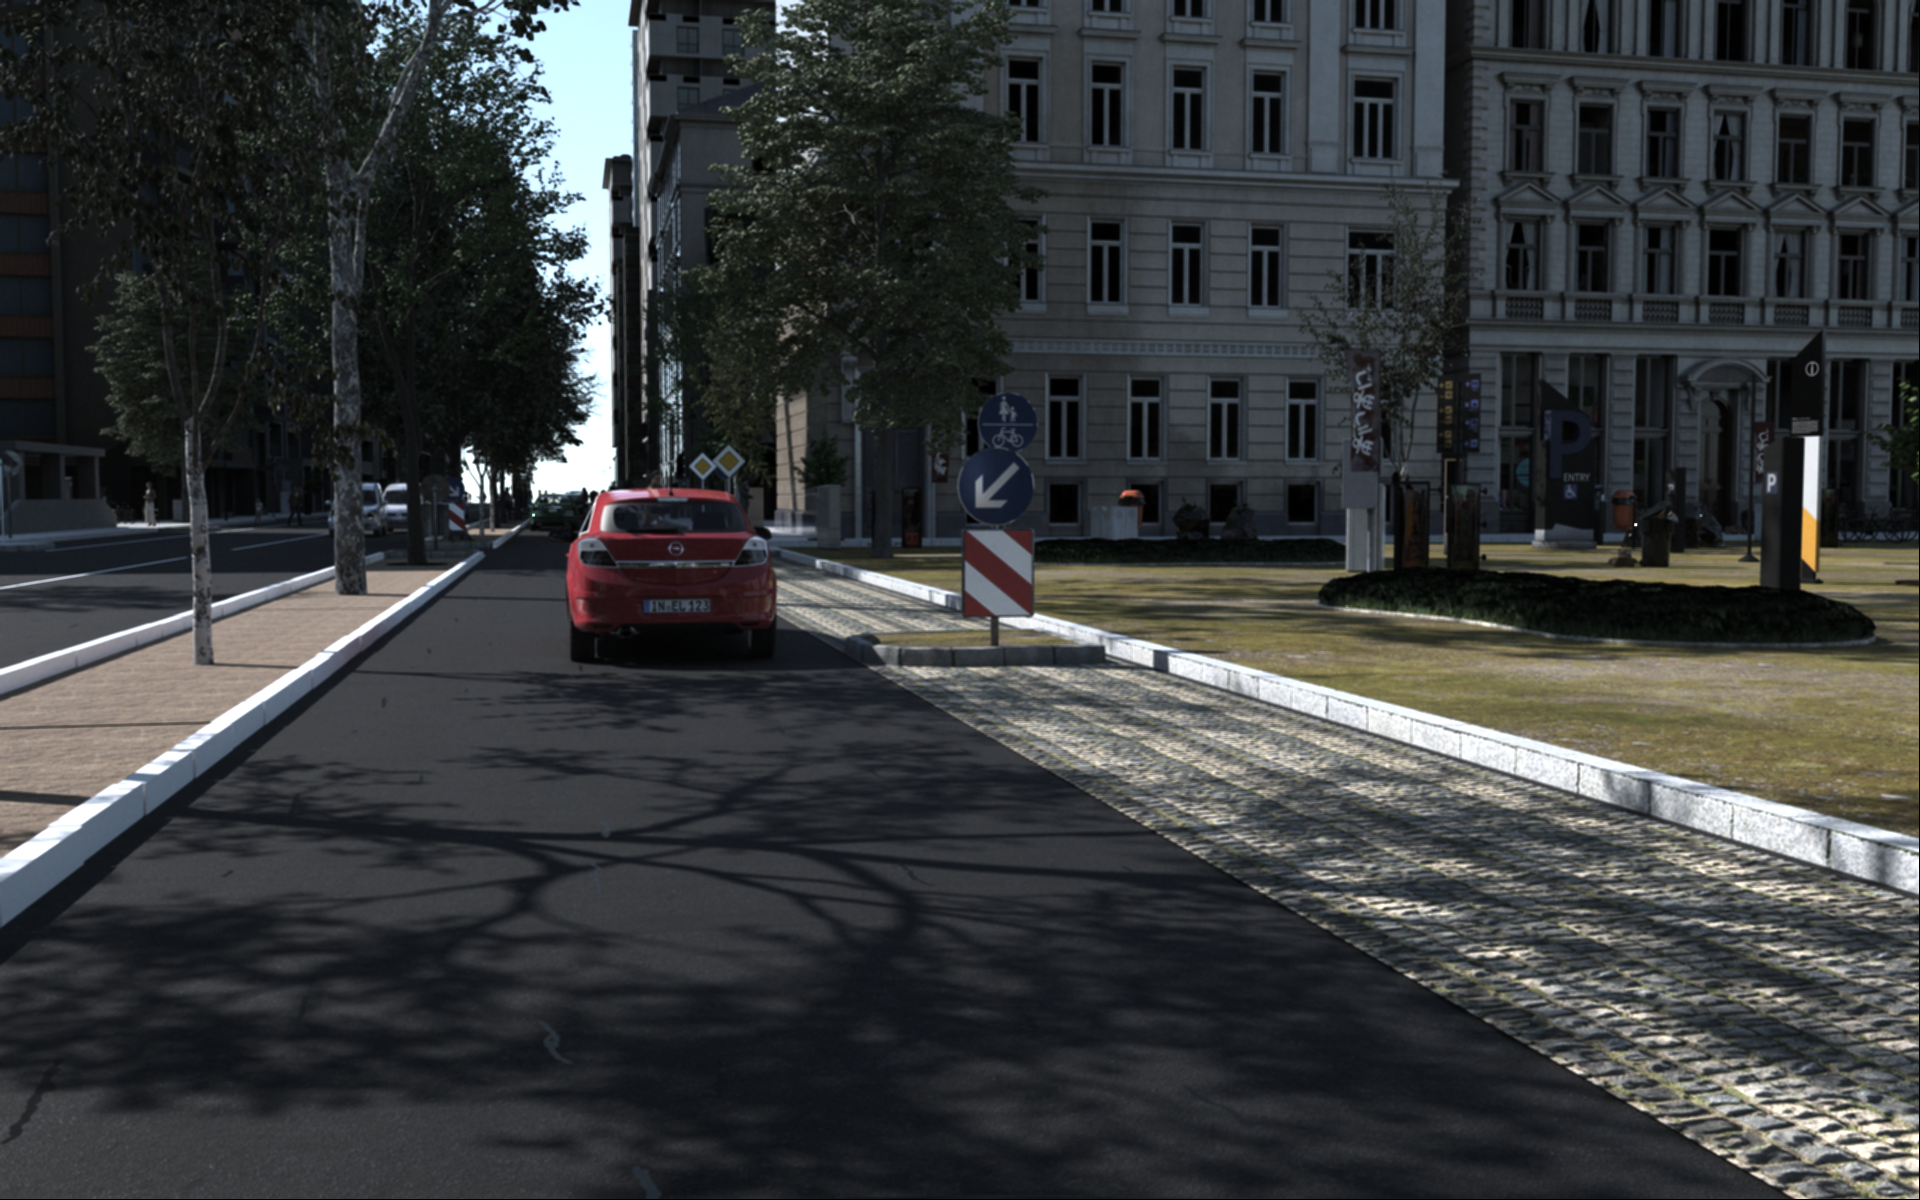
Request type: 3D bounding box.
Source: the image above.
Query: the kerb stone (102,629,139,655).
[{"bbox_3d":[-7.655,0.397,15.702,0.120,0.150,1.000,-1,4,-13],"label":"kerb stone"}]

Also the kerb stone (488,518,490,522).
[{"bbox_3d":[-24.317,-4.097,89.236,0.120,0.150,1.000,-1,4,-13],"label":"kerb stone"}]

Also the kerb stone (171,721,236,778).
[{"bbox_3d":[-4.022,0.795,9.202,0.120,0.150,1.000,-1,4,-13],"label":"kerb stone"}]

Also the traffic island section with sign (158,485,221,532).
[{"bbox_3d":[-29.587,-3.548,66.633,1.989,1.847,2.006,-1,4,-13],"label":"traffic island section with sign"}]

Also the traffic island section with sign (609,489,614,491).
[{"bbox_3d":[-18.451,-5.391,96.774,1.989,1.847,2.006,-1,4,-13],"label":"traffic island section with sign"}]

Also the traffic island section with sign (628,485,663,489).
[{"bbox_3d":[-12.499,-3.783,70.482,1.989,1.847,2.006,-1,4,-13],"label":"traffic island section with sign"}]

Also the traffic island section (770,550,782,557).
[{"bbox_3d":[-5.334,-1.110,40.433,2.009,0.180,2.903,-1,4,-13],"label":"traffic island section"}]

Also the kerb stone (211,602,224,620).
[{"bbox_3d":[-8.562,0.152,19.705,0.120,0.150,1.000,-1,4,-13],"label":"kerb stone"}]

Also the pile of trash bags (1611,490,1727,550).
[{"bbox_3d":[16.584,-1.919,41.124,3.447,1.369,1.912,-3,4,-37],"label":"pile of trash bags"}]

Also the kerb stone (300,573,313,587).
[{"bbox_3d":[-10.147,-0.275,26.691,0.120,0.150,1.000,-1,4,-13],"label":"kerb stone"}]

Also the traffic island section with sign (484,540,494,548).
[{"bbox_3d":[-13.554,-2.341,46.417,2.006,1.907,1.989,-1,4,-13],"label":"traffic island section with sign"}]

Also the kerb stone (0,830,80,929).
[{"bbox_3d":[-3.340,0.980,6.200,0.120,0.150,1.000,-1,4,-13],"label":"kerb stone"}]

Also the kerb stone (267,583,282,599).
[{"bbox_3d":[-9.461,-0.092,23.702,0.120,0.150,1.000,-1,4,-13],"label":"kerb stone"}]

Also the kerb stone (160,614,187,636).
[{"bbox_3d":[-8.102,0.281,17.706,0.120,0.150,1.000,-1,4,-13],"label":"kerb stone"}]

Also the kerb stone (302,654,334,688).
[{"bbox_3d":[-4.925,0.555,13.206,0.120,0.150,1.000,-1,4,-13],"label":"kerb stone"}]

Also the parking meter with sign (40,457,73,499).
[{"bbox_3d":[-40.329,-4.994,77.906,1.738,3.016,0.543,-1,4,-12],"label":"parking meter with sign"}]

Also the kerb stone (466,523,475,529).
[{"bbox_3d":[-20.693,-3.118,73.239,0.120,0.150,1.000,-1,4,-13],"label":"kerb stone"}]

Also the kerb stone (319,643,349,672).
[{"bbox_3d":[-5.157,0.489,14.201,0.120,0.150,1.000,-1,4,-13],"label":"kerb stone"}]

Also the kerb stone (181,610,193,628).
[{"bbox_3d":[-8.328,0.214,18.709,0.120,0.150,1.000,-1,4,-13],"label":"kerb stone"}]

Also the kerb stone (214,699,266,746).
[{"bbox_3d":[-4.256,0.733,10.212,0.120,0.150,1.000,-1,4,-13],"label":"kerb stone"}]

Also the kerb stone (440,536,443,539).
[{"bbox_3d":[-16.379,-1.959,54.231,0.120,0.150,1.000,-1,4,-13],"label":"kerb stone"}]

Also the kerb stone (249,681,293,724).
[{"bbox_3d":[-4.477,0.672,11.211,0.120,0.150,1.000,-1,4,-13],"label":"kerb stone"}]

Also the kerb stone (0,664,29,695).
[{"bbox_3d":[-6.968,0.580,12.713,0.120,0.150,1.000,-1,4,-13],"label":"kerb stone"}]

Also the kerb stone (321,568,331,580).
[{"bbox_3d":[-10.594,-0.398,28.699,0.120,0.150,1.000,-1,4,-13],"label":"kerb stone"}]

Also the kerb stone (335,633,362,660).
[{"bbox_3d":[-5.389,0.428,15.197,0.120,0.150,1.000,-1,4,-13],"label":"kerb stone"}]

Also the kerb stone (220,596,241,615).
[{"bbox_3d":[-8.778,0.093,20.704,0.120,0.150,1.000,-1,4,-13],"label":"kerb stone"}]

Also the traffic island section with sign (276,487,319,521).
[{"bbox_3d":[-35.540,-5.156,92.925,1.989,1.847,2.006,-1,4,-13],"label":"traffic island section with sign"}]

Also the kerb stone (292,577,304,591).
[{"bbox_3d":[-9.912,-0.211,25.696,0.120,0.150,1.000,-1,4,-13],"label":"kerb stone"}]

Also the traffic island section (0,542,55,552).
[{"bbox_3d":[-24.502,-1.346,44.296,2.009,0.180,2.903,-1,4,-13],"label":"traffic island section"}]

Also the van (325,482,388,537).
[{"bbox_3d":[-20.458,-3.173,58.885,2.013,2.044,4.112,-1,4,-15],"label":"van"}]

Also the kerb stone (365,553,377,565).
[{"bbox_3d":[-12.185,-0.827,35.720,0.120,0.150,1.000,-1,4,-13],"label":"kerb stone"}]

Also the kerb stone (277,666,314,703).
[{"bbox_3d":[-4.705,0.611,12.207,0.120,0.150,1.000,-1,4,-13],"label":"kerb stone"}]

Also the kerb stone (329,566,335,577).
[{"bbox_3d":[-10.831,-0.459,29.693,0.120,0.150,1.000,-1,4,-13],"label":"kerb stone"}]

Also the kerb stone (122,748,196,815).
[{"bbox_3d":[-3.799,0.863,8.197,0.120,0.150,1.000,-1,4,-13],"label":"kerb stone"}]

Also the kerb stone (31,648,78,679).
[{"bbox_3d":[-7.204,0.519,13.708,0.120,0.150,1.000,-1,4,-13],"label":"kerb stone"}]

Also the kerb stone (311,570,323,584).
[{"bbox_3d":[-10.369,-0.337,27.697,0.120,0.150,1.000,-1,4,-13],"label":"kerb stone"}]

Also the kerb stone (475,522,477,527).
[{"bbox_3d":[-20.917,-3.183,74.245,0.120,0.150,1.000,-1,4,-13],"label":"kerb stone"}]

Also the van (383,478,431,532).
[{"bbox_3d":[-20.612,-3.502,64.268,2.013,2.044,4.112,-1,4,-12],"label":"van"}]

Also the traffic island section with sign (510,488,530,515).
[{"bbox_3d":[-30.176,-6.824,119.701,2.006,1.907,1.989,-1,4,-13],"label":"traffic island section with sign"}]

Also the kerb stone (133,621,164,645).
[{"bbox_3d":[-7.876,0.337,16.700,0.120,0.150,1.000,-1,4,-13],"label":"kerb stone"}]

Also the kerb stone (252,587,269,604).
[{"bbox_3d":[-9.242,-0.029,22.695,0.120,0.150,1.000,-1,4,-13],"label":"kerb stone"}]

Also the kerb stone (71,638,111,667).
[{"bbox_3d":[-7.423,0.458,14.706,0.120,0.150,1.000,-1,4,-13],"label":"kerb stone"}]

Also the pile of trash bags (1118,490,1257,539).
[{"bbox_3d":[5.239,-1.831,39.689,3.447,1.369,1.912,2,4,27],"label":"pile of trash bags"}]

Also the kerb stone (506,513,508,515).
[{"bbox_3d":[-30.893,-5.870,118.228,0.120,0.150,1.000,-1,4,-13],"label":"kerb stone"}]

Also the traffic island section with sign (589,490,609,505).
[{"bbox_3d":[-35.513,-9.994,172.027,1.989,1.847,2.006,-1,4,-13],"label":"traffic island section with sign"}]

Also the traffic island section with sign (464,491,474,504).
[{"bbox_3d":[-70.727,-14.649,248.132,1.989,1.847,2.006,-1,4,-13],"label":"traffic island section with sign"}]

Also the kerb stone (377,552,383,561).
[{"bbox_3d":[-12.411,-0.888,36.721,0.120,0.150,1.000,-1,4,-13],"label":"kerb stone"}]

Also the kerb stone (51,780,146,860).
[{"bbox_3d":[-3.578,0.918,7.194,0.120,0.150,1.000,-1,4,-13],"label":"kerb stone"}]

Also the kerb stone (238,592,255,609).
[{"bbox_3d":[-9.015,0.030,21.698,0.120,0.150,1.000,-1,4,-13],"label":"kerb stone"}]

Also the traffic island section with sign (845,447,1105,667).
[{"bbox_3d":[0.035,-0.405,15.245,1.989,1.847,2.006,-1,4,-13],"label":"traffic island section with sign"}]

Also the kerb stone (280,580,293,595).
[{"bbox_3d":[-9.691,-0.153,24.698,0.120,0.150,1.000,-1,4,-13],"label":"kerb stone"}]

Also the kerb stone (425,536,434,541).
[{"bbox_3d":[-15.711,-1.773,51.225,0.120,0.150,1.000,-1,4,-13],"label":"kerb stone"}]

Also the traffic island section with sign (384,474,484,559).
[{"bbox_3d":[-11.925,-1.899,39.190,2.006,1.907,1.989,-1,4,-13],"label":"traffic island section with sign"}]

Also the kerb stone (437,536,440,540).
[{"bbox_3d":[-16.156,-1.896,53.227,0.120,0.150,1.000,-1,4,-13],"label":"kerb stone"}]
